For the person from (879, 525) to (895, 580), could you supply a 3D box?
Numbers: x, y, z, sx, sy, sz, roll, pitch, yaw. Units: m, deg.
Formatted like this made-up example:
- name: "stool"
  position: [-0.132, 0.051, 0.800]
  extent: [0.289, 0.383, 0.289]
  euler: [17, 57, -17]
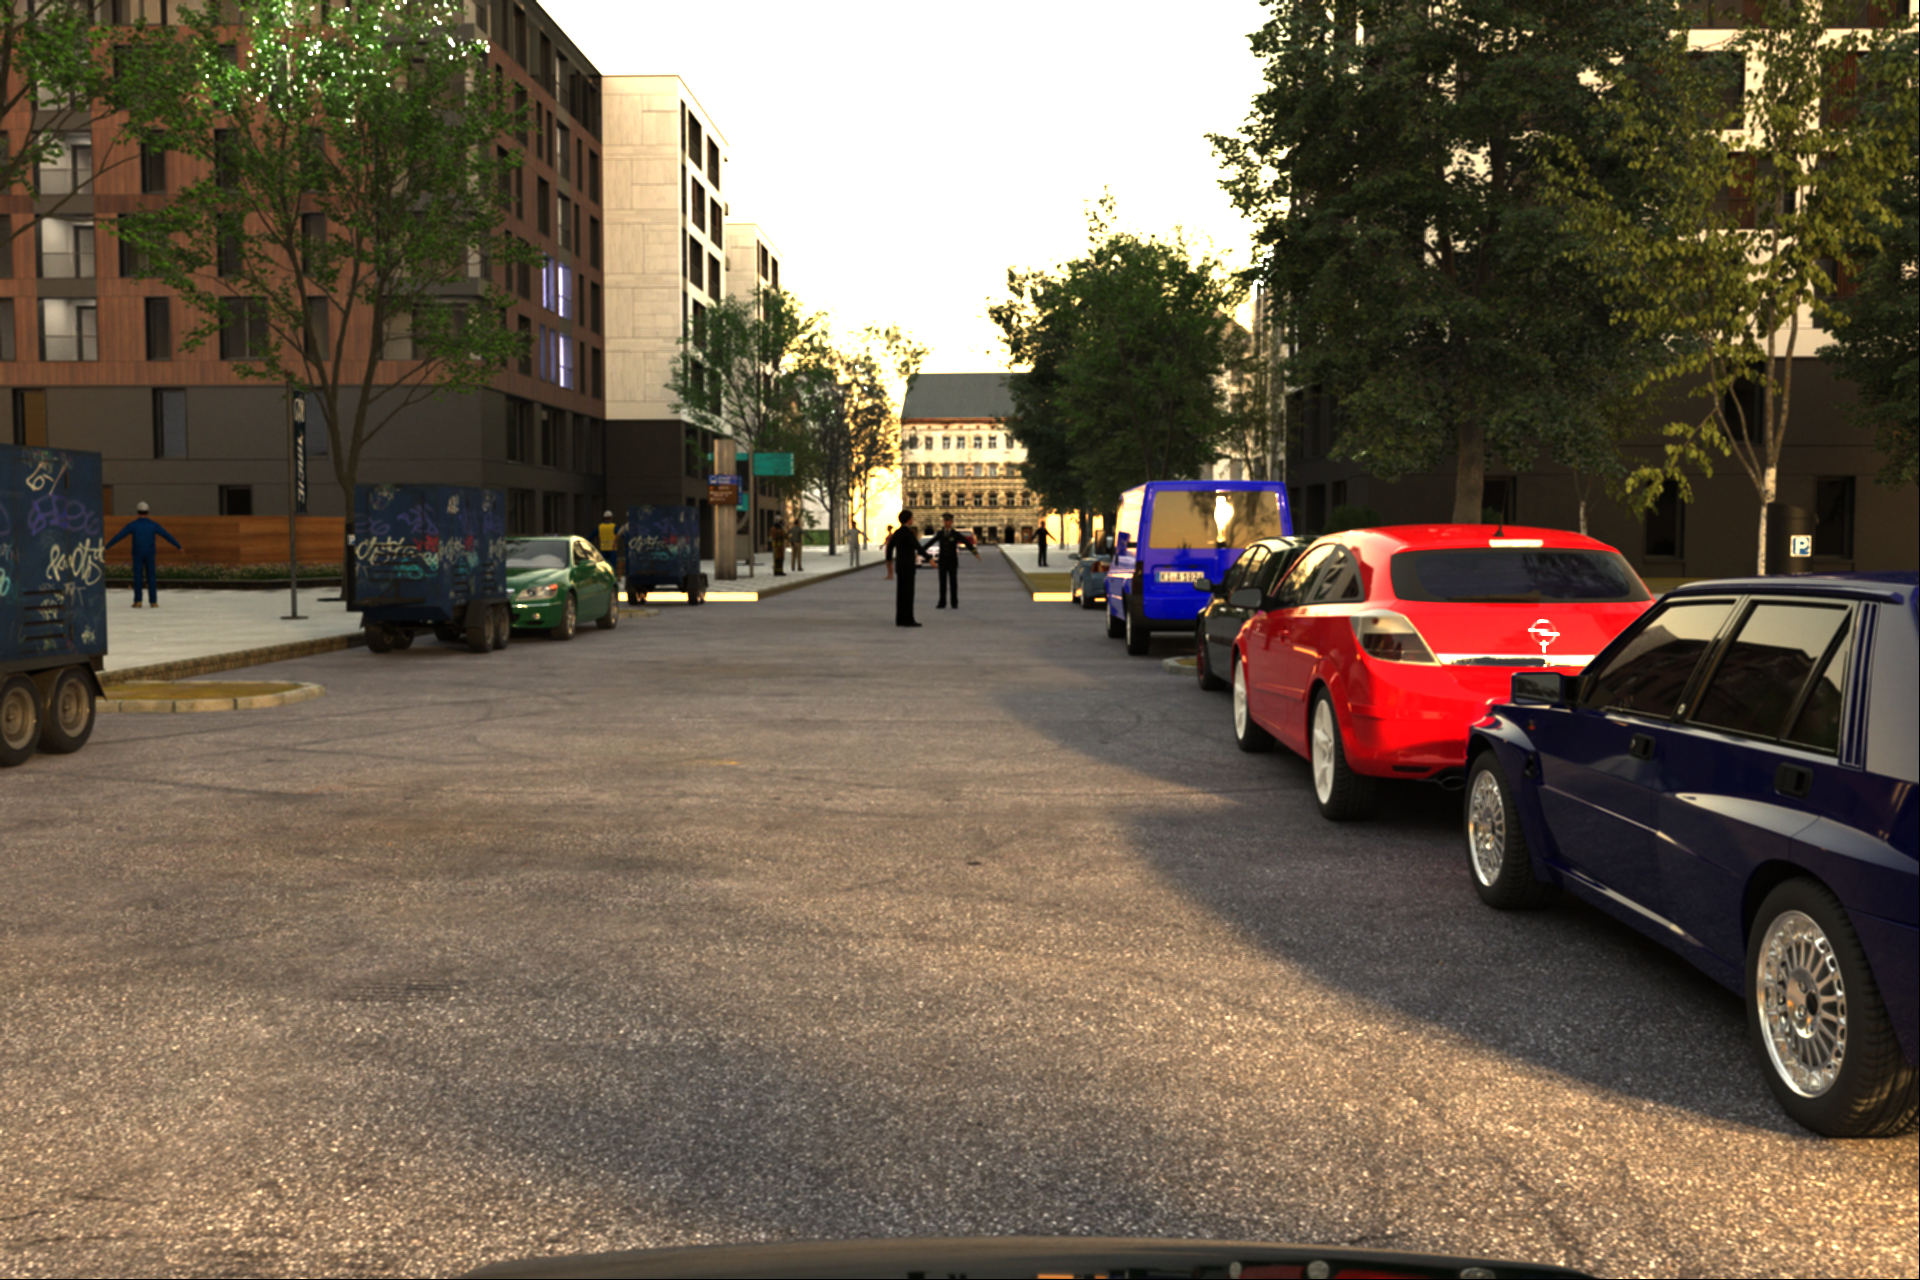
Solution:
- name: "person"
  position: [-2.304, -2.782, 54.739]
  extent: [0.721, 1.733, 1.217]
  euler: [-1, 4, -22]

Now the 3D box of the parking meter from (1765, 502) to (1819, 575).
- name: "parking meter"
  position: [6.612, -0.330, 13.807]
  extent: [0.372, 1.533, 0.369]
  euler: [0, 3, 0]

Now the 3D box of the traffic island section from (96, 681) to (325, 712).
- name: "traffic island section"
  position: [-6.639, 0.486, 14.921]
  extent: [1.991, 0.108, 1.994]
  euler: [0, 4, 1]

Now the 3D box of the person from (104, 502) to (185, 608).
- name: "person"
  position: [-14.289, -1.495, 30.318]
  extent: [1.347, 1.842, 0.705]
  euler: [-2, 4, -32]

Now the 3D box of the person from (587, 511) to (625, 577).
- name: "person"
  position: [-8.401, -2.170, 41.449]
  extent: [1.349, 1.833, 0.705]
  euler: [0, 4, 7]

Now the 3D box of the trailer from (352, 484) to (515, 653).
- name: "trailer"
  position: [-6.375, -0.817, 20.402]
  extent: [1.471, 1.999, 3.904]
  euler: [0, 4, 1]

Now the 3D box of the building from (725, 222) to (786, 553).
- name: "building"
  position: [-27.357, -16.402, 112.146]
  extent: [27.936, 21.610, 32.646]
  euler: [0, 4, 2]

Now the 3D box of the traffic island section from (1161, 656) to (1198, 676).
- name: "traffic island section"
  position: [3.150, 0.284, 18.217]
  extent: [1.991, 0.108, 1.994]
  euler: [0, 4, 1]

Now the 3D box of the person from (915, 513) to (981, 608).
- name: "person"
  position: [-0.238, -1.533, 33.465]
  extent: [1.347, 1.837, 0.705]
  euler: [1, 4, 14]

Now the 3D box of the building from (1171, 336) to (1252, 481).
- name: "building"
  position: [25.201, -18.838, 164.425]
  extent: [16.016, 20.090, 11.380]
  euler: [0, 4, 1]

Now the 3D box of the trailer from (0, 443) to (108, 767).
- name: "trailer"
  position: [-6.507, -0.195, 10.236]
  extent: [1.471, 1.999, 3.904]
  euler: [0, 4, 1]

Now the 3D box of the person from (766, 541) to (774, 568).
- name: "person"
  position: [-6.988, -3.426, 65.287]
  extent: [0.599, 1.433, 0.991]
  euler: [2, 4, 30]

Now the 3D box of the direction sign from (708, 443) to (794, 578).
- name: "direction sign"
  position: [-6.126, -3.830, 51.375]
  extent: [2.525, 3.948, 1.411]
  euler: [0, 3, 0]

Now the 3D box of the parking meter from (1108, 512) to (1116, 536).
- name: "parking meter"
  position: [4.048, -2.404, 45.021]
  extent: [0.399, 1.863, 0.255]
  euler: [0, 4, 0]

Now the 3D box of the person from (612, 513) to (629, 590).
- name: "person"
  position: [-7.433, -2.051, 39.386]
  extent: [1.347, 1.847, 0.705]
  euler: [2, 4, 30]

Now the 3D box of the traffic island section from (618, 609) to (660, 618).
- name: "traffic island section"
  position: [-6.339, -0.454, 30.297]
  extent: [1.991, 0.108, 1.994]
  euler: [0, 4, 1]

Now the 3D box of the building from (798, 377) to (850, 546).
- name: "building"
  position: [-22.431, -20.684, 204.641]
  extent: [16.747, 18.905, 31.486]
  euler: [0, 3, 0]

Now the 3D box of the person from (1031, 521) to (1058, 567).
- name: "person"
  position: [3.284, -3.797, 68.313]
  extent: [1.346, 1.802, 0.704]
  euler: [-3, 4, -38]

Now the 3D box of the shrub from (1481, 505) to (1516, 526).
- name: "shrub"
  position: [14.382, -2.643, 47.262]
  extent: [1.661, 2.075, 1.752]
  euler: [0, 3, 0]

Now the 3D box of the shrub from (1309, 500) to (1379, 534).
- name: "shrub"
  position: [8.945, -2.211, 40.194]
  extent: [1.661, 2.075, 1.752]
  euler: [0, 3, 0]

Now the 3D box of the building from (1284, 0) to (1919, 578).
- name: "building"
  position: [26.049, -13.583, 66.064]
  extent: [27.936, 21.610, 32.646]
  euler: [0, 4, 1]

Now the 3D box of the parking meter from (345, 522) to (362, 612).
- name: "parking meter"
  position: [-9.999, -1.243, 28.731]
  extent: [0.372, 1.533, 0.369]
  euler: [0, 3, 0]

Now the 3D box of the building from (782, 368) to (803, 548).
- name: "building"
  position: [-25.423, -20.601, 167.752]
  extent: [19.493, 23.208, 18.063]
  euler: [0, 3, 0]

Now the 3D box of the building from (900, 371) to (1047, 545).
- name: "building"
  position: [2.199, -24.470, 233.470]
  extent: [18.063, 23.208, 19.493]
  euler: [0, 4, 6]

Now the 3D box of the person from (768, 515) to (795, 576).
- name: "person"
  position: [-5.552, -2.905, 53.271]
  extent: [0.705, 1.858, 1.354]
  euler: [2, 4, 28]

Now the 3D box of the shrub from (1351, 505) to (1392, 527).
- name: "shrub"
  position: [10.227, -2.441, 43.948]
  extent: [1.661, 2.075, 1.752]
  euler: [0, 3, 0]

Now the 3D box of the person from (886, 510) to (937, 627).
- name: "person"
  position: [-0.817, -1.116, 26.882]
  extent: [0.705, 1.806, 1.347]
  euler: [-2, 4, -35]

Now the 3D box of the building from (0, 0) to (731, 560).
- name: "building"
  position: [-26.474, -14.166, 75.589]
  extent: [27.936, 21.610, 32.646]
  euler: [0, 4, 2]

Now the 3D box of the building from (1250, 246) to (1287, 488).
- name: "building"
  position: [27.316, -14.205, 98.702]
  extent: [16.747, 18.905, 31.486]
  euler: [0, 4, 1]

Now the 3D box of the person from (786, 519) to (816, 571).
- name: "person"
  position: [-5.690, -3.308, 60.356]
  extent: [1.348, 1.796, 0.705]
  euler: [1, 4, 15]

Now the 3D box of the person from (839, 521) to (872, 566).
- name: "person"
  position: [-4.180, -3.834, 68.874]
  extent: [1.347, 1.806, 0.705]
  euler: [-1, 4, -16]

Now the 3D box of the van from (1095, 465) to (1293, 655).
- name: "van"
  position: [2.940, -1.085, 22.127]
  extent: [2.240, 2.365, 5.245]
  euler: [0, 4, 0]

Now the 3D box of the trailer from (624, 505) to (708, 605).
- name: "trailer"
  position: [-5.972, -1.678, 34.485]
  extent: [1.471, 1.999, 3.904]
  euler: [0, 4, 1]

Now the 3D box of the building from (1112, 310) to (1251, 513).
- name: "building"
  position: [24.610, -21.136, 176.494]
  extent: [19.493, 23.208, 18.063]
  euler: [0, 4, 1]

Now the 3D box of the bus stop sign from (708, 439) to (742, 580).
- name: "bus stop sign"
  position: [-6.555, -3.631, 48.386]
  extent: [0.837, 3.901, 0.837]
  euler: [0, 4, 1]
